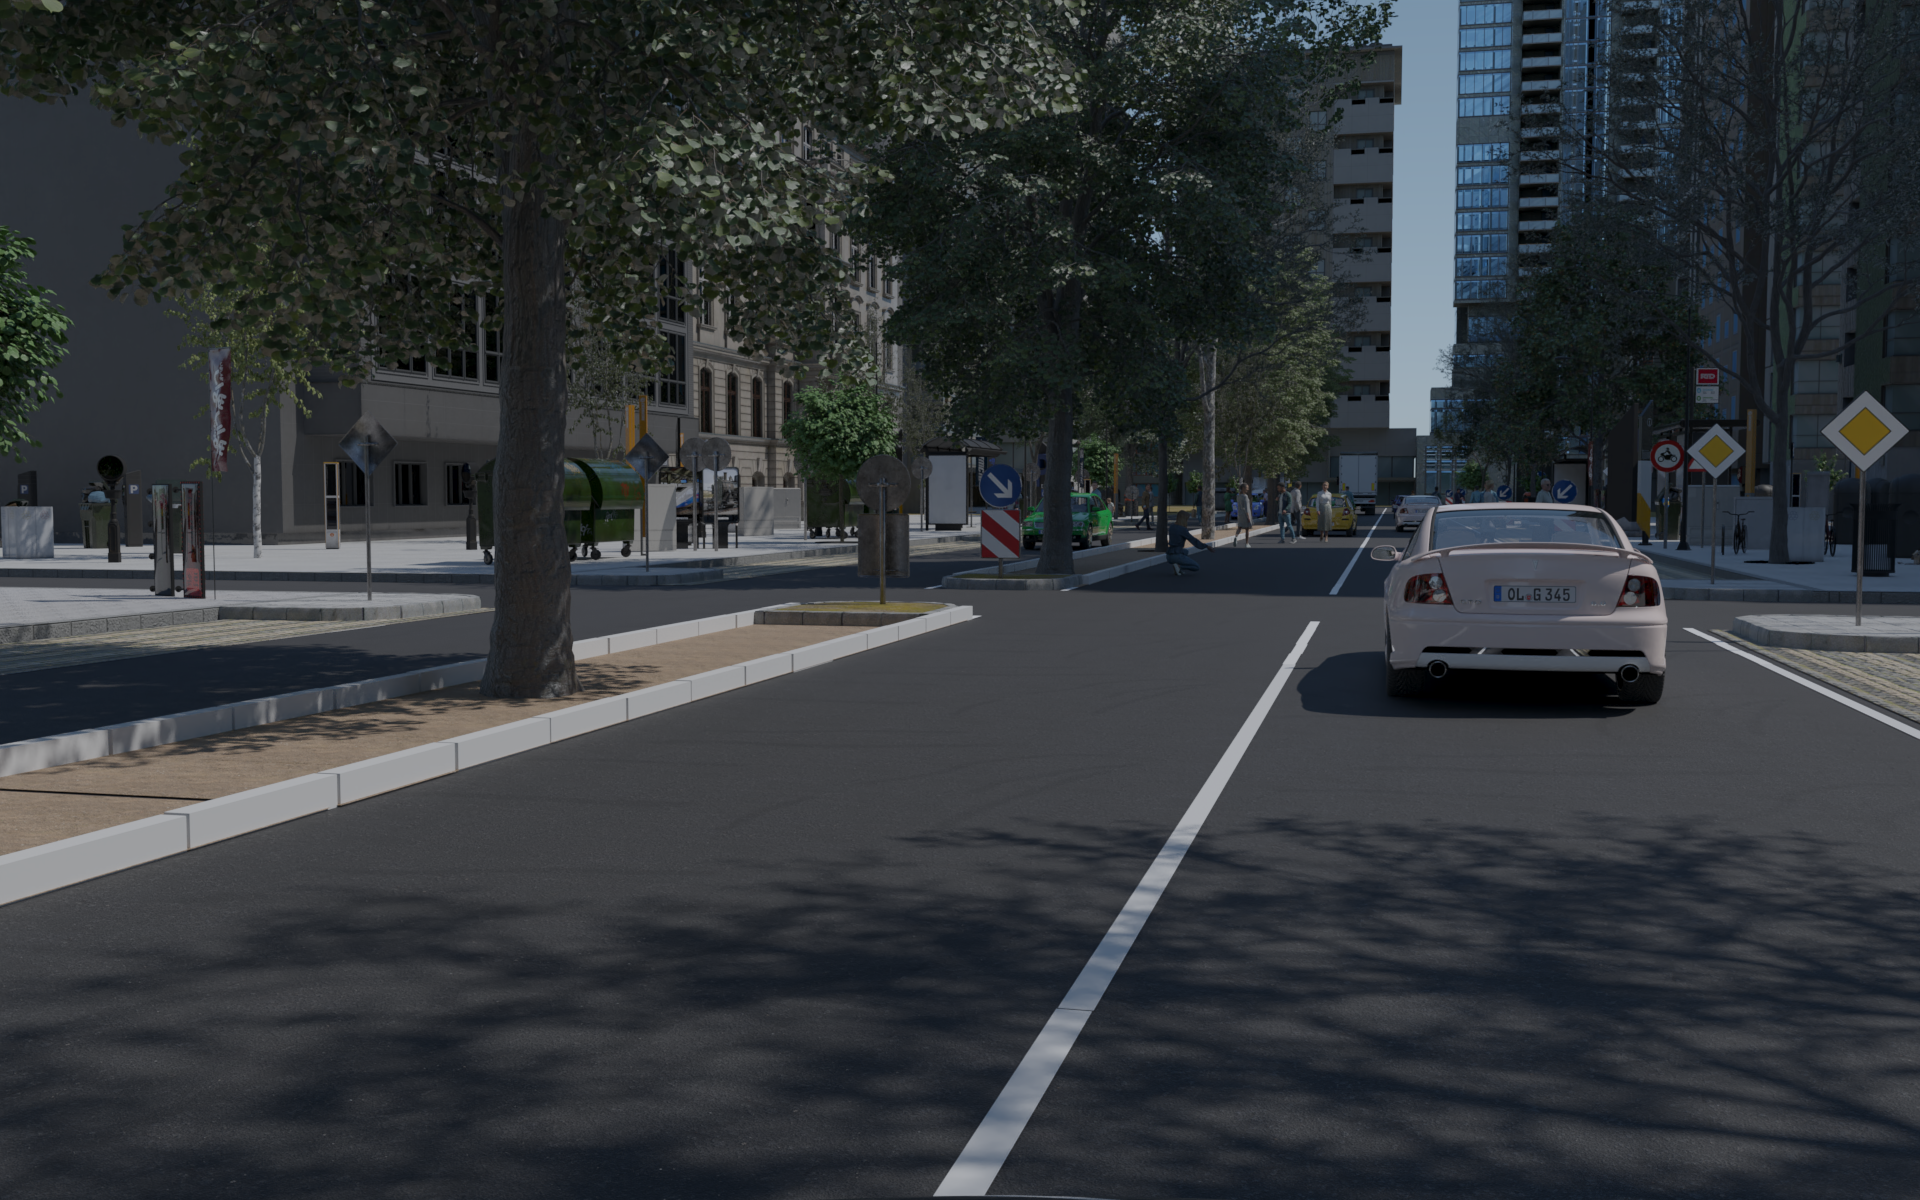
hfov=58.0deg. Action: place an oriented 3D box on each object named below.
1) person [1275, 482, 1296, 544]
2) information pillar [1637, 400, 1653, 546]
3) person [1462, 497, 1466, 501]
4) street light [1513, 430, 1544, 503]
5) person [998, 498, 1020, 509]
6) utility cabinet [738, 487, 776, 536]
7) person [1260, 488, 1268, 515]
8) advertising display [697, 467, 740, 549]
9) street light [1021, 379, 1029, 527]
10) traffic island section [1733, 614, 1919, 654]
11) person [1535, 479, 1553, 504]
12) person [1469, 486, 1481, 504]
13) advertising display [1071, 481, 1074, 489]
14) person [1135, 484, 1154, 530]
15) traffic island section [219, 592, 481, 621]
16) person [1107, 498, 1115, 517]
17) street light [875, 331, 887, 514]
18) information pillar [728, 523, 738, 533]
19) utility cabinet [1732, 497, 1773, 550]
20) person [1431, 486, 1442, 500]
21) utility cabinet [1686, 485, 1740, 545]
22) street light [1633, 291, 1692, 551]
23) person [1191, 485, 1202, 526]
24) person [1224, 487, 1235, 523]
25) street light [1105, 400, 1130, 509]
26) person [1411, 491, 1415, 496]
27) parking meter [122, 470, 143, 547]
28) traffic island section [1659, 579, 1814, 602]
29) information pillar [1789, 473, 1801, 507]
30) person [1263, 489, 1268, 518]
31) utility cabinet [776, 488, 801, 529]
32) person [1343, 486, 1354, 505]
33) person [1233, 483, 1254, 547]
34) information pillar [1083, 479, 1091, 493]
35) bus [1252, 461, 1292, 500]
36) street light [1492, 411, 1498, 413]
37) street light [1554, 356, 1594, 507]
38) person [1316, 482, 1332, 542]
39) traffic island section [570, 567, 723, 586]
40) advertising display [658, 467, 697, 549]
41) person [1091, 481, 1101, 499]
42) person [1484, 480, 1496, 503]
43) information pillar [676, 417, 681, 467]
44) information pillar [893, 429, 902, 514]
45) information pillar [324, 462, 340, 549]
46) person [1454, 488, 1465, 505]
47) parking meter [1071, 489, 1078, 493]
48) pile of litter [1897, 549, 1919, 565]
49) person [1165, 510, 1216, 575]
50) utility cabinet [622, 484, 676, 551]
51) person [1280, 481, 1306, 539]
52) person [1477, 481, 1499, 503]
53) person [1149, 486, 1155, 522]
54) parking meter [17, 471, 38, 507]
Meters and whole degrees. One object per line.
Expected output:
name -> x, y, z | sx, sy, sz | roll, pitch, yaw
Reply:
person -> 9.407, -2.532, 50.250 | 0.721, 1.781, 0.623 | -3, 5, -41
information pillar -> 17.053, -3.166, 43.112 | 0.504, 3.616, 0.183 | -3, 4, -36
person -> 50.289, -9.903, 173.672 | 1.065, 1.426, 0.557 | -2, 4, -31
street light -> 25.476, -6.412, 77.385 | 1.470, 5.913, 1.316 | 1, 4, 14
person -> 1.162, -1.977, 41.659 | 0.563, 1.720, 0.643 | -1, 4, -15
utility cabinet -> -6.250, -2.708, 52.962 | 0.318, 1.500, 1.173 | 3, 5, 44
person -> 20.599, -6.613, 116.614 | 1.348, 1.826, 0.705 | 1, 4, 12
advertising display -> -5.630, -2.166, 40.628 | 0.974, 1.923, 0.123 | -2, 4, -34
street light -> 3.067, -5.793, 67.260 | 1.470, 5.913, 1.316 | 1, 4, 14
traffic island section -> 8.768, 0.331, 16.874 | 2.009, 0.180, 2.903 | 1, 4, 14
person -> 12.696, -1.762, 37.802 | 0.515, 1.767, 0.782 | 3, 4, 39
person -> 23.683, -4.335, 79.392 | 0.660, 1.820, 0.620 | -1, 4, -15
advertising display -> 5.312, -5.066, 88.048 | 0.974, 1.923, 0.123 | 1, 4, 12
person -> 7.400, -3.719, 69.209 | 0.836, 1.842, 0.656 | -1, 4, -15
traffic island section -> -7.129, 0.087, 20.858 | 2.009, 0.180, 2.903 | 1, 4, 14
person -> 6.678, -3.890, 76.787 | 0.352, 1.250, 0.332 | 0, 4, 1
street light -> -1.791, -4.613, 47.966 | 1.470, 5.913, 1.316 | 1, 4, 14
information pillar -> -7.510, -3.231, 57.317 | 0.304, 2.012, 0.304 | 1, 4, 8
utility cabinet -> 18.475, -1.771, 40.110 | 1.020, 1.237, 0.306 | 1, 4, 16
person -> 23.790, -4.782, 86.677 | 0.713, 1.824, 0.794 | -2, 4, -25
utility cabinet -> 18.601, -2.086, 42.782 | 1.173, 1.500, 0.318 | 1, 4, 22
street light -> 15.990, -4.094, 39.485 | 1.470, 5.913, 1.316 | 1, 4, 14
person -> 10.801, -4.266, 78.227 | 0.794, 1.824, 0.713 | 0, 4, -6
person -> 13.184, -4.678, 85.237 | 0.529, 1.795, 0.600 | -3, 4, -36
street light -> 7.836, -6.950, 86.180 | 1.470, 5.913, 1.316 | 1, 4, 14
person -> 40.774, -8.997, 156.310 | 1.217, 1.735, 0.721 | -3, 5, -40
parking meter -> -20.078, -2.220, 42.011 | 0.399, 1.863, 0.255 | -3, 5, -40
traffic island section -> 10.714, -0.143, 24.619 | 2.009, 0.180, 2.903 | 1, 4, 14
information pillar -> 29.212, -3.432, 60.601 | 0.304, 2.012, 0.304 | 1, 4, 15
person -> 18.440, -5.831, 104.779 | 0.436, 1.711, 0.756 | 2, 4, 32
utility cabinet -> -6.404, -3.330, 63.123 | 1.173, 1.500, 0.318 | -1, 4, -15
person -> 19.946, -4.948, 89.268 | 0.638, 1.841, 0.748 | 3, 5, 43
person -> 7.579, -2.268, 46.338 | 0.466, 1.731, 0.760 | 2, 4, 33
information pillar -> 6.330, -5.009, 86.387 | 0.304, 2.012, 0.304 | -1, 4, -10
bus -> 23.029, -8.350, 128.073 | 2.896, 3.916, 12.252 | 1, 4, 13
street light -> 30.312, -7.578, 96.435 | 1.470, 5.913, 1.316 | 1, 4, 14
street light -> 20.733, -5.255, 58.459 | 1.470, 5.913, 1.316 | 1, 4, 14
person -> 10.859, -2.628, 51.690 | 0.478, 1.798, 0.641 | 1, 4, 9
traffic island section -> -5.184, -0.387, 28.603 | 2.009, 0.180, 2.903 | 1, 4, 14
advertising display -> -6.577, -2.167, 40.645 | 0.974, 1.923, 0.123 | -1, 4, -22
person -> 4.294, -2.812, 54.338 | 0.748, 1.841, 0.638 | 0, 4, -8
person -> 13.077, -2.083, 42.915 | 0.624, 1.780, 0.694 | 1, 4, 16
information pillar -> -8.588, -3.760, 52.826 | 0.183, 3.616, 0.504 | -1, 4, -17
information pillar -> -2.239, -4.335, 62.227 | 0.183, 3.616, 0.504 | 3, 4, 38
information pillar -> -14.590, -2.187, 40.244 | 0.304, 2.012, 0.304 | -1, 4, -14
person -> 28.712, -5.529, 99.354 | 0.683, 1.767, 0.568 | -1, 4, -21
parking meter -> 5.518, -4.575, 83.212 | 0.372, 1.533, 0.369 | 0, 3, 0
pile of litter -> 17.978, -1.079, 31.613 | 1.719, 0.858, 1.176 | 0, 4, 7
person -> 3.956, -1.032, 30.870 | 0.738, 1.151, 1.012 | -2, 4, -30
utility cabinet -> -6.926, -1.829, 38.581 | 1.173, 1.500, 0.318 | -2, 4, -35
person -> 10.589, -2.853, 55.000 | 0.795, 1.843, 0.661 | -1, 4, -10
person -> 14.411, -2.353, 47.308 | 0.601, 1.785, 0.444 | 2, 4, 24
person -> 8.875, -4.454, 81.527 | 0.583, 1.804, 0.606 | 1, 4, 11
parking meter -> -23.371, -2.307, 43.427 | 0.399, 1.863, 0.255 | 1, 4, 11
